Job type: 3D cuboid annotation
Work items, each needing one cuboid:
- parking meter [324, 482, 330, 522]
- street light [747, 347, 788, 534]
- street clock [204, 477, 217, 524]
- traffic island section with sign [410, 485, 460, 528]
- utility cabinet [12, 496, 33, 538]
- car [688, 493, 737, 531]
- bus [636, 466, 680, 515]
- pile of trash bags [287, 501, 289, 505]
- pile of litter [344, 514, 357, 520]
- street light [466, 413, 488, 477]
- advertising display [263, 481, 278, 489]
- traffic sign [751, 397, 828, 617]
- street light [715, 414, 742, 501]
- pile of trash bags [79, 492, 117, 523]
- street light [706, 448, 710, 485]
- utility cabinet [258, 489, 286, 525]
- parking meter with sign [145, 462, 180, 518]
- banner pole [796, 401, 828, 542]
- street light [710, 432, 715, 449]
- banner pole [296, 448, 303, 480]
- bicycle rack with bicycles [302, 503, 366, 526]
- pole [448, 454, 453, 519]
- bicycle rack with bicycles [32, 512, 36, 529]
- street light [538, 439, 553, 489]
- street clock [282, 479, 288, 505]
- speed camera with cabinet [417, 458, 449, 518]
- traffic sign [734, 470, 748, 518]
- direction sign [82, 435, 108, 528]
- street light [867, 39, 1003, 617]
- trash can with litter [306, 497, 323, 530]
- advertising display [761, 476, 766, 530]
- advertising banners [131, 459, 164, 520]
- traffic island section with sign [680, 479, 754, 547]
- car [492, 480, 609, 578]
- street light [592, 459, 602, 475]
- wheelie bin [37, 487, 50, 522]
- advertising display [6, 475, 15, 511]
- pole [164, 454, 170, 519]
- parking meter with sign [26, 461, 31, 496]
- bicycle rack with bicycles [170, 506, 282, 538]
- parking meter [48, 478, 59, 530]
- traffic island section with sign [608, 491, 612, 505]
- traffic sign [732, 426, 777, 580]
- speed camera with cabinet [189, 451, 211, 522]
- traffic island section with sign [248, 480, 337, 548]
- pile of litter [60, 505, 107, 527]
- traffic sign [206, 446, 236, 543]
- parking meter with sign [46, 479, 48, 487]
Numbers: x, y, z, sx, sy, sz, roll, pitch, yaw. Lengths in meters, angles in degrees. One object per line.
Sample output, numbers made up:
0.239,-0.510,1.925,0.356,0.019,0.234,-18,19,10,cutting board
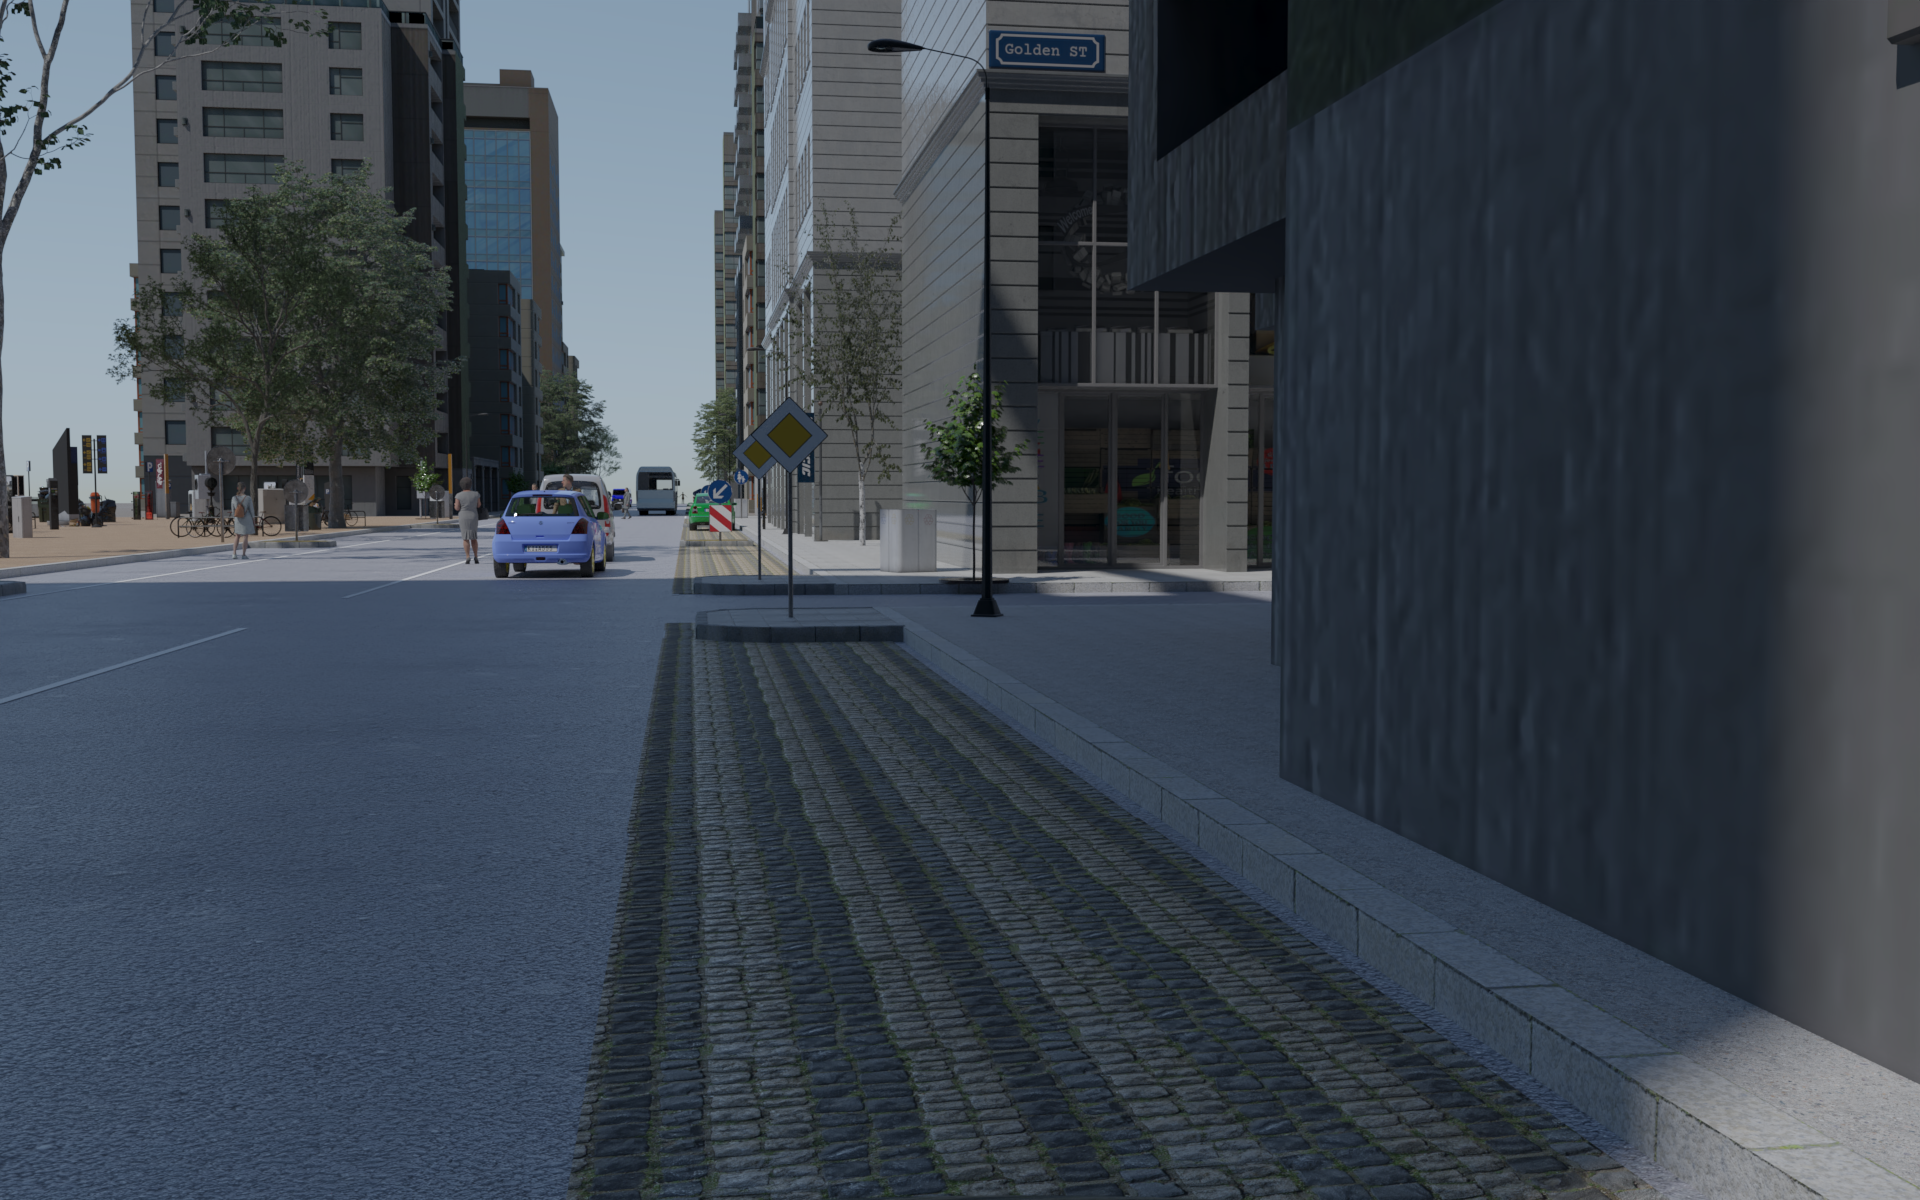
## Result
-28.590,-4.454,78.528,0.399,1.863,0.255,1,4,22,parking meter
-6.044,-5.041,54.963,1.470,5.913,1.316,-1,4,-9,street light
-32.515,-4.321,75.220,0.358,2.002,0.471,2,4,35,street clock
-22.156,-3.962,73.408,1.989,1.847,2.006,-1,4,-9,traffic island section with sign
-27.451,-2.417,50.686,0.306,1.237,1.020,-3,5,-42,utility cabinet
-9.801,-3.655,68.554,1.959,1.807,4.718,0,4,-8,car
-21.183,-7.745,121.489,2.948,3.499,13.247,-1,4,-8,bus
-36.963,-5.151,93.964,1.912,1.369,3.447,-3,4,-38,pile of trash bags
-30.500,-4.354,85.160,1.719,0.858,1.176,-1,4,-22,pile of litter
-27.791,-7.768,99.553,1.470,5.913,1.316,-1,4,-9,street light
-35.187,-5.090,88.438,0.974,1.923,0.123,2,4,30,advertising display
-1.764,-0.876,17.959,0.795,2.450,0.064,-1,4,-9,traffic sign
-13.238,-7.812,100.274,1.470,5.913,1.316,-1,4,-9,street light
-39.172,-4.191,78.279,1.912,1.369,3.447,-2,4,-31,pile of trash bags
-24.942,-12.385,175.030,1.470,5.913,1.316,-1,4,-9,street light
-28.647,-3.883,72.165,0.318,1.500,1.173,2,4,27,utility cabinet
-43.053,-5.955,93.620,1.738,3.016,0.543,1,4,10,parking meter with sign
-3.996,-3.472,46.784,0.863,3.779,0.401,0,4,-4,banner pole
-17.758,-9.597,129.451,1.470,5.913,1.316,-1,4,-9,street light
-33.764,-6.029,88.591,0.401,3.779,0.863,0,4,7,banner pole
-25.281,-3.410,69.136,2.852,0.926,2.925,2,4,24,bicycle rack with bicycles
-25.961,-5.775,88.257,0.158,3.312,0.155,0,3,0,pole
-35.186,-3.077,63.693,2.852,0.926,2.925,1,4,9,bicycle rack with bicycles
-34.787,-10.568,145.328,1.470,5.913,1.316,-1,4,-9,street light
-32.852,-4.880,84.365,0.358,2.002,0.471,-1,4,-10,street clock
-28.597,-6.097,94.018,2.038,3.252,0.660,2,4,34,speed camera with cabinet
-11.498,-5.565,91.088,0.768,2.556,0.104,0,4,-1,traffic sign
-33.158,-4.552,66.420,0.876,3.537,0.379,-1,4,-10,direction sign
-0.252,-2.776,17.928,1.470,5.913,1.316,-1,4,-9,street light
-23.148,-3.059,61.397,1.055,1.170,0.624,0,3,0,trash can with litter
-7.150,-3.540,63.089,0.123,1.923,0.974,-1,4,-10,advertising display
-40.164,-5.474,85.681,2.074,3.025,0.090,1,4,18,advertising banners
-6.744,-2.398,47.843,1.989,1.847,2.006,-1,4,-9,traffic island section with sign
-7.287,-1.308,30.970,1.945,1.707,3.694,0,4,-7,car
-47.677,-15.590,227.429,1.470,5.913,1.316,-1,4,-9,street light
-41.430,-4.326,78.641,0.980,1.594,0.693,0,4,-2,wheelie bin
-32.223,-3.242,58.225,0.974,1.923,0.123,1,4,10,advertising display
-40.436,-5.777,88.294,0.158,3.312,0.155,0,3,0,pole
-49.317,-5.737,90.065,1.738,3.016,0.543,-3,5,-41,parking meter with sign
-22.036,-2.326,51.415,2.925,0.926,2.852,0,4,1,bicycle rack with bicycles
-32.605,-3.462,62.308,0.255,1.863,0.399,-3,4,-37,parking meter
-46.855,-13.613,231.195,1.989,1.847,2.006,-1,4,-9,traffic island section with sign
-2.999,-1.358,25.848,0.795,2.450,0.064,-1,4,-9,traffic sign
-35.082,-5.232,79.880,0.660,3.252,2.038,-2,4,-35,speed camera with cabinet
-17.982,-2.333,46.777,1.989,1.847,2.006,-1,4,-9,traffic island section with sign
-34.744,-3.341,68.587,1.719,0.858,1.176,-2,4,-26,pile of litter
-19.534,-2.795,45.808,0.768,2.556,0.104,0,4,-4,traffic sign
-46.196,-5.632,88.338,1.738,3.016,0.543,2,4,33,parking meter with sign
